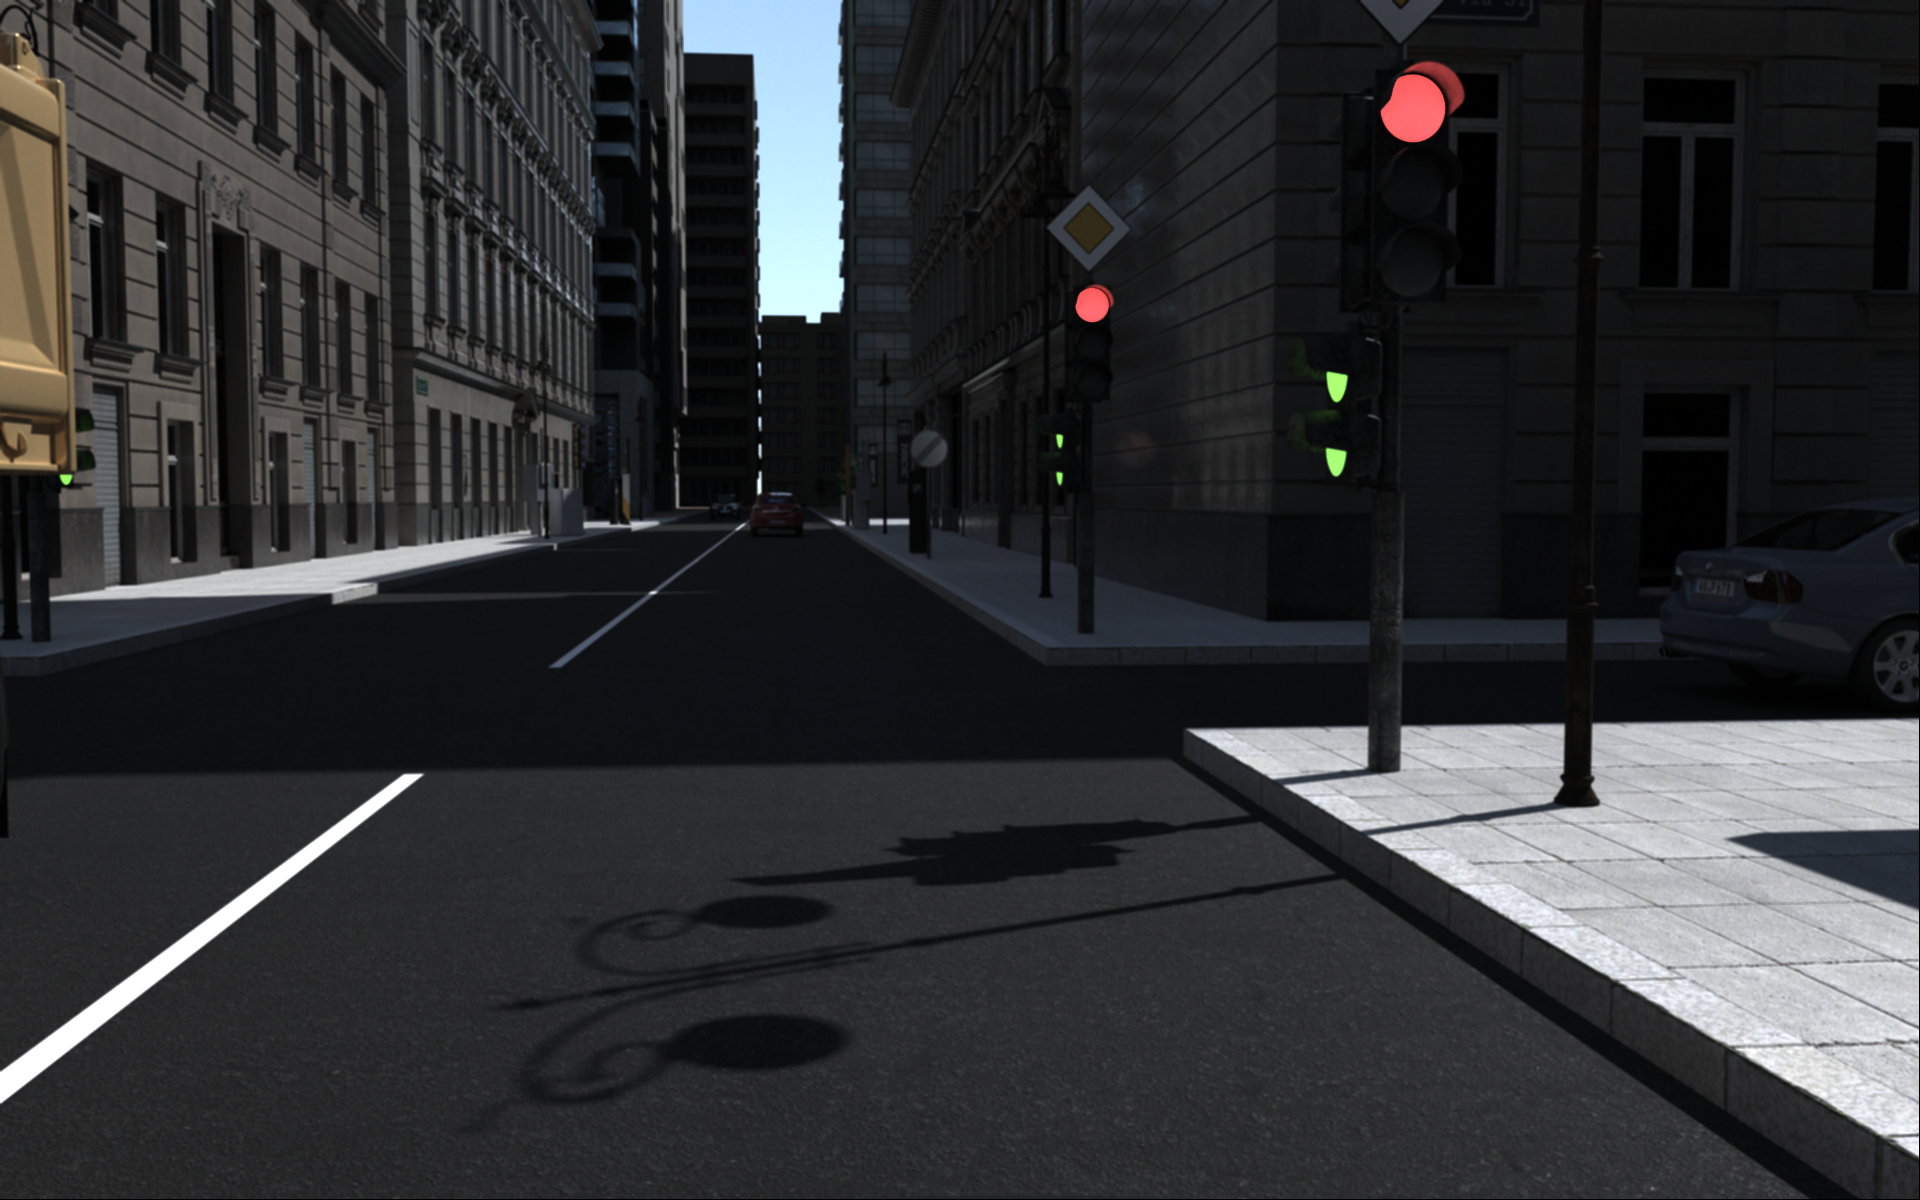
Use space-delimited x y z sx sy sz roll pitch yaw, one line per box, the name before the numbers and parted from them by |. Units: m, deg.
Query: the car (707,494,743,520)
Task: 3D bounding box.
car | -13.130 -5.331 96.946 2.009 1.686 4.222 0 4 -7

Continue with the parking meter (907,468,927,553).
parking meter | -0.924 -1.948 37.560 0.399 1.863 0.255 1 4 8

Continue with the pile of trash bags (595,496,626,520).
pile of trash bags | -18.382 -4.770 87.735 3.447 1.369 1.912 2 4 35

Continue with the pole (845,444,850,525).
pole | -4.597 -4.713 70.905 0.158 3.312 0.155 0 3 0

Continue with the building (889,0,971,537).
building | 2.465 -13.487 71.428 10.553 20.767 40.483 0 4 -6

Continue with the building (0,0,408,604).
building | -17.641 -14.078 27.436 12.463 27.353 25.104 0 4 -6

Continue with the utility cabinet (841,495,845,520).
utility cabinet | -5.629 -4.498 84.707 0.306 1.237 1.020 -1 4 -10

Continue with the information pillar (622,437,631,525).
information pillar | -13.852 -4.923 71.851 0.183 3.616 0.504 -3 4 -39

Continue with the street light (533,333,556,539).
street light | -11.892 -4.703 49.687 0.468 5.910 1.993 0 4 -6

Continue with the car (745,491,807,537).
car | -6.353 -3.114 59.950 2.155 1.783 4.494 0 4 -6

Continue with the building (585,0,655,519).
building | -29.387 -48.280 102.054 22.319 86.520 31.000 0 4 -6

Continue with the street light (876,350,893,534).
street light | -2.425 -5.080 55.839 0.468 5.910 1.993 0 4 -6

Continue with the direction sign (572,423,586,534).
direction sign | -12.259 -3.901 55.781 0.379 3.537 0.876 1 4 13

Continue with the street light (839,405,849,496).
street light | -6.049 -7.189 90.321 0.468 5.910 1.993 0 4 -6

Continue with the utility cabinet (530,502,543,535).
utility cabinet | -13.308 -2.651 54.512 0.306 1.237 1.020 0 4 -8

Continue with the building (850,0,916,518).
building | 0.660 -25.458 99.840 14.154 41.232 14.086 0 4 -6

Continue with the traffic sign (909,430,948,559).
traffic sign | -0.615 -2.090 34.275 0.768 2.556 0.104 0 4 -2

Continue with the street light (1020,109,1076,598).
street light | 1.066 -2.970 21.344 0.468 5.910 1.993 0 4 -6

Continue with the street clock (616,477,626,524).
street clock | -14.311 -4.209 73.385 0.471 2.002 0.358 -3 5 -41

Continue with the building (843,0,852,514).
building | 2.350 -35.395 120.701 21.231 58.520 28.212 0 4 -6

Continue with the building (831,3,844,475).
building | 0.796 -32.499 150.972 23.786 49.044 30.456 0 4 -6

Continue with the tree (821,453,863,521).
tree | -5.810 -5.729 88.276 1.663 3.219 1.824 0 3 0

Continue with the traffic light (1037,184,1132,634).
traffic light | 1.144 -1.649 15.876 0.839 4.253 0.868 0 4 -6

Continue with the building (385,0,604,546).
building | -23.371 -17.480 62.219 17.030 29.872 44.131 0 4 -6

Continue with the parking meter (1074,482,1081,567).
parking meter | 2.155 -1.531 30.739 0.255 1.863 0.399 0 4 6

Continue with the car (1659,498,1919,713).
car | 7.348 -0.017 12.282 4.499 1.417 2.014 0 4 -6

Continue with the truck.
truck | -4.199 -0.364 1.882 3.469 3.379 9.791 0 4 -6

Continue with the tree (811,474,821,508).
tree | -13.329 -10.600 167.905 1.663 3.219 1.824 0 3 0

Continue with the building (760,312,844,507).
building | -7.098 -21.072 189.572 28.899 21.520 27.650 0 4 -6

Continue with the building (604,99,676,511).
building | -28.449 -21.699 126.487 14.160 30.474 14.107 0 4 -6

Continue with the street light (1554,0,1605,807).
street light | 2.559 -2.093 7.005 0.468 5.910 1.993 0 4 -6

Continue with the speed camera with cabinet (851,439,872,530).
speed camera with cabinet | -3.616 -4.217 63.282 0.660 3.252 2.038 0 4 -8

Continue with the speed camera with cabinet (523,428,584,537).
speed camera with cabinet | -12.357 -3.568 52.671 0.660 3.252 2.038 2 4 29

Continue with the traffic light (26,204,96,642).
traffic light | -7.969 -1.591 14.937 0.839 4.253 0.868 0 4 -6

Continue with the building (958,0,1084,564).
building | 5.732 -10.777 40.826 10.561 19.102 19.286 0 4 -6

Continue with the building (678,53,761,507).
building | -32.113 -34.227 183.314 21.600 48.544 21.300 0 4 -6

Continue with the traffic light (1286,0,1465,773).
traffic light | 1.952 -1.163 7.932 0.839 4.253 0.868 0 4 -6

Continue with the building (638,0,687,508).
building | -37.301 -34.166 147.846 27.495 52.752 28.713 0 4 -6

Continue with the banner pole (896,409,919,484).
banner pole | -1.487 -3.725 50.916 0.863 3.779 0.401 1 4 22

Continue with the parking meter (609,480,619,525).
parking meter | -14.549 -4.105 72.834 0.255 1.863 0.399 1 4 14

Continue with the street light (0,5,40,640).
street light | -8.391 -2.590 15.140 0.468 5.910 1.993 0 4 -6

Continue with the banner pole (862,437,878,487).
banner pole | -3.971 -5.237 75.642 0.863 3.779 0.401 1 4 13

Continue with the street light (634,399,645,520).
street light | -15.568 -6.823 84.347 0.468 5.910 1.993 0 4 -6

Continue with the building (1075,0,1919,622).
building | 14.569 -13.831 23.407 25.104 27.353 12.463 0 4 -6

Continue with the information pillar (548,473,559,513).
information pillar | -14.075 -3.393 59.969 0.304 2.012 0.304 2 4 26
